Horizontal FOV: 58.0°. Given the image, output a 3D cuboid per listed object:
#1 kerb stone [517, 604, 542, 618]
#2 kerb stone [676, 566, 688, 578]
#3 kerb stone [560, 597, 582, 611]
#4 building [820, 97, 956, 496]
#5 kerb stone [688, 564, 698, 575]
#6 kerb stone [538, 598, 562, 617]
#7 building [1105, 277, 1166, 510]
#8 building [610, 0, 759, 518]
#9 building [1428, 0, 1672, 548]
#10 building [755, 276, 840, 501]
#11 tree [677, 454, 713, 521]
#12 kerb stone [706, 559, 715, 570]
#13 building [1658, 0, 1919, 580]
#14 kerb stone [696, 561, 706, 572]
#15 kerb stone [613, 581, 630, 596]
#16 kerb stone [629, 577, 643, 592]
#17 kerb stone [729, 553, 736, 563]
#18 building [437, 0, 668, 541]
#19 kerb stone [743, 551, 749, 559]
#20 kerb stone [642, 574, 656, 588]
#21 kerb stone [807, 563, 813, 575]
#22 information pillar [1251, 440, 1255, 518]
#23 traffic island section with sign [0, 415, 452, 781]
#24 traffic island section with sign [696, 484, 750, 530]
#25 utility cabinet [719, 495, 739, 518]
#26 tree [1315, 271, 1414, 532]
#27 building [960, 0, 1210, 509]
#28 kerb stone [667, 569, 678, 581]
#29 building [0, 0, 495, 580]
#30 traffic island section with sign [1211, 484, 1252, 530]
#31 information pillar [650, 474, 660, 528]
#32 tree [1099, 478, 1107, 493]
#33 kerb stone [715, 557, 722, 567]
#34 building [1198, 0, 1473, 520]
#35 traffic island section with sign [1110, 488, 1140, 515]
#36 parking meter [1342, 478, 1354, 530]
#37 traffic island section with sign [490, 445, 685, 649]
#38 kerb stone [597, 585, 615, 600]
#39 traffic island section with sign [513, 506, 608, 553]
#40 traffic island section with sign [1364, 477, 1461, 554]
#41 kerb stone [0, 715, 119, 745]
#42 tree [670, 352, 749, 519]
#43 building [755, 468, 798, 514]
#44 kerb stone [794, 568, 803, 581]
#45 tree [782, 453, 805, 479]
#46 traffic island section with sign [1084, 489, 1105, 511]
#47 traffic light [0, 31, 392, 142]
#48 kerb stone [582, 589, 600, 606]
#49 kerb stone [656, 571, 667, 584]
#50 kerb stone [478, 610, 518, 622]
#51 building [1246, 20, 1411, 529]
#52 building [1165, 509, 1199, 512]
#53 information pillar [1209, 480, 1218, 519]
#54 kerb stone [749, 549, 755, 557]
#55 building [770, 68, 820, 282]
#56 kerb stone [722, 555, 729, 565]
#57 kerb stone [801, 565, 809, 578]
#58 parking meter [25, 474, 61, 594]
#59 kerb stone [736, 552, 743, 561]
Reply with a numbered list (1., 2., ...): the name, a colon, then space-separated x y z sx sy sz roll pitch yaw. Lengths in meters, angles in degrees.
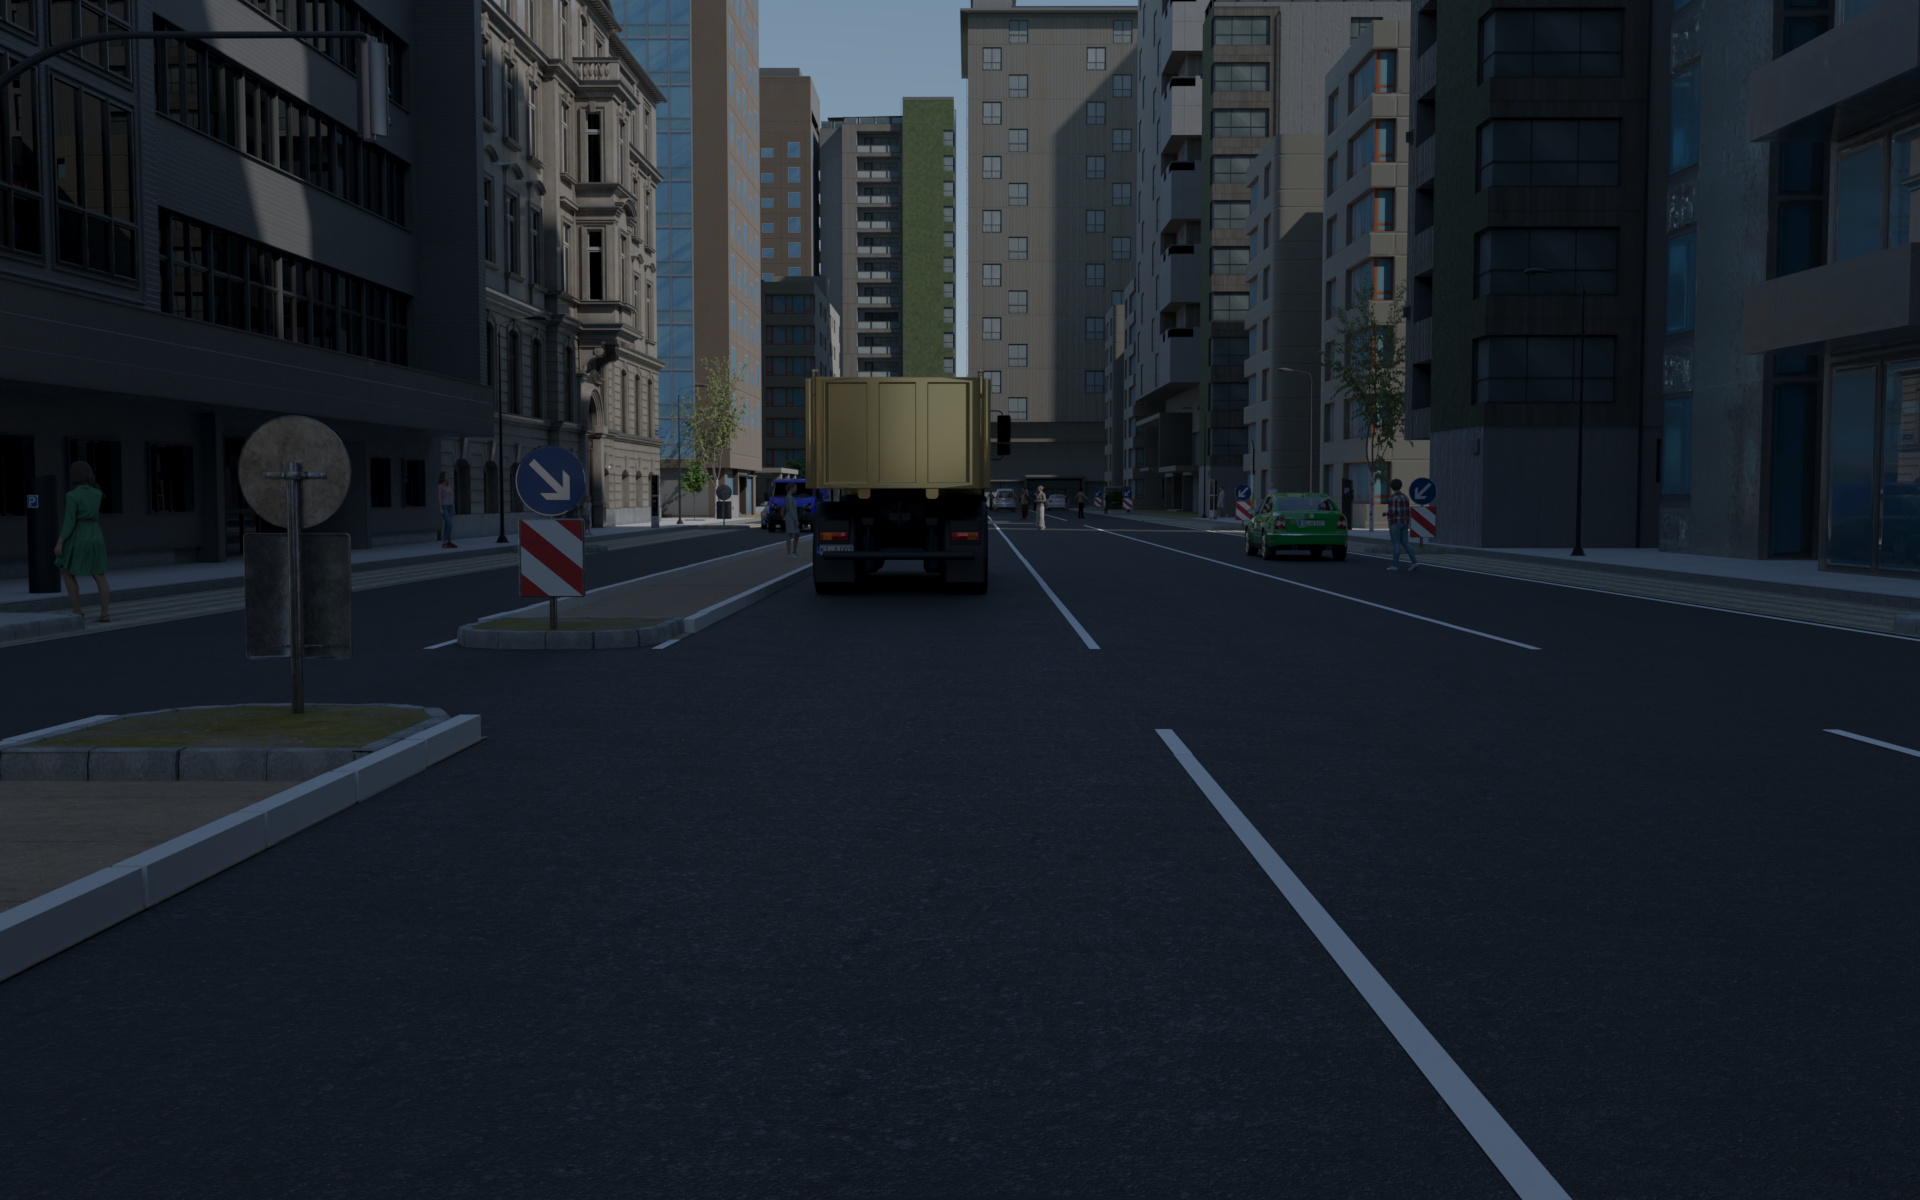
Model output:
1. kerb stone: -4.886 0.181 19.349 0.120 0.150 1.000 0 4 0
2. kerb stone: -4.829 -0.452 29.587 0.120 0.150 1.000 0 4 0
3. kerb stone: -4.877 0.049 21.393 0.120 0.150 1.000 0 4 0
4. building: -7.415 -30.476 181.869 14.086 41.232 14.154 0 4 0
5. kerb stone: -4.817 -0.514 30.615 0.120 0.150 1.000 0 4 0
6. kerb stone: -4.888 0.112 20.371 0.120 0.150 1.000 0 4 0
7. building: 27.761 -18.821 152.762 27.650 21.520 28.899 0 4 0
8. building: -19.204 -27.451 98.927 14.600 45.320 14.200 0 4 0
9. building: 19.415 -16.833 46.928 14.160 30.474 14.107 0 4 0
10. building: -26.224 -18.956 154.967 28.899 21.520 27.650 0 4 0
11. tree: -12.926 -5.464 83.942 1.663 3.219 1.824 0 3 0
12. kerb stone: -4.803 -0.640 32.666 0.120 0.150 1.000 0 4 0
13. building: 28.202 -24.919 27.038 30.456 49.044 23.786 0 4 0
14. kerb stone: -4.821 -0.578 31.643 0.120 0.150 1.000 0 4 0
15. kerb stone: -4.858 -0.139 24.463 0.120 0.150 1.000 0 4 0
16. kerb stone: -4.852 -0.201 25.489 0.120 0.150 1.000 0 4 0
17. kerb stone: -4.794 -0.828 35.739 0.120 0.150 1.000 0 4 0
18. building: -19.264 -14.958 63.644 14.460 24.649 34.723 0 4 0
19. kerb stone: -4.786 -0.953 37.783 0.120 0.150 1.000 0 4 0
20. kerb stone: -4.849 -0.264 26.518 0.120 0.150 1.000 0 4 0
21. kerb stone: -2.722 -0.515 30.617 0.120 0.150 1.000 0 4 0
22. information pillar: 12.557 -5.076 74.341 0.183 3.616 0.504 0 4 1
23. traffic island section with sign: -3.890 -0.085 9.530 2.006 1.907 1.989 0 4 0
24. traffic island section with sign: -9.580 -3.771 70.290 1.989 1.847 2.006 0 4 0
25. utility cabinet: -12.185 -4.900 91.275 1.020 1.237 0.306 -2 4 -24
26. tree: 14.119 -6.592 58.139 4.737 8.622 4.395 0 3 0
27. building: 13.824 -36.688 189.094 27.495 52.752 28.713 0 4 0
28. kerb stone: -4.845 -0.387 28.565 0.120 0.150 1.000 0 4 0
29. building: -19.579 -12.982 31.316 14.314 24.678 30.058 0 4 0
30. traffic island section with sign: 11.026 -3.682 68.822 1.989 1.847 2.006 0 4 0
31. information pillar: -11.418 -3.692 64.863 0.304 2.012 0.304 0 4 -6
32. tree: 14.335 -10.714 169.768 1.663 3.219 1.824 0 3 0
33. kerb stone: -4.808 -0.703 33.688 0.120 0.150 1.000 0 4 0
34. building: 21.117 -20.287 103.392 14.160 30.474 14.107 0 4 0
35. traffic island section with sign: 11.313 -6.747 118.946 1.989 1.847 2.006 0 4 0
36. parking meter: 13.849 -3.434 61.859 0.399 1.863 0.255 2 4 25
37. traffic island section with sign: -3.838 -0.538 16.937 2.006 1.907 1.989 0 4 0
38. kerb stone: -4.869 -0.076 23.441 0.120 0.150 1.000 0 4 0
39. traffic island section with sign: -9.739 -2.071 42.489 1.989 1.847 2.006 0 4 0
40. traffic island section with sign: 10.873 -2.033 41.867 1.989 1.847 2.006 0 4 0
41. kerb stone: -4.939 0.774 9.549 0.120 0.150 1.000 0 4 0
42. tree: -12.773 -8.535 89.909 4.737 8.622 4.395 0 3 0
43. building: -27.797 -26.074 118.193 32.217 40.220 23.993 0 4 0
44. kerb stone: -2.737 -0.389 28.562 0.120 0.150 1.000 0 4 0
45. tree: -12.513 -9.285 135.520 4.285 4.588 4.351 0 3 0
46. traffic island section with sign: 11.477 -8.417 146.243 1.989 1.847 2.006 0 4 0
47. traffic light: -8.079 -2.602 17.206 4.771 5.953 1.251 0 4 0
48. kerb stone: -4.865 -0.012 22.418 0.120 0.150 1.000 0 4 0
49. kerb stone: -4.852 -0.327 27.542 0.120 0.150 1.000 0 4 0
50. kerb stone: -4.895 0.237 18.326 0.120 0.150 1.000 0 4 0
51. building: 28.932 -14.240 77.867 27.650 21.520 28.899 0 4 0
52. building: 27.256 -32.673 123.440 28.713 52.752 27.495 0 4 0
53. information pillar: 12.845 -5.094 87.779 0.304 2.012 0.304 3 5 44
54. kerb stone: -4.783 -1.016 38.806 0.120 0.150 1.000 0 4 0
55. building: -22.112 -32.565 182.544 14.200 45.320 14.600 0 4 0
56. kerb stone: -4.803 -0.765 34.717 0.120 0.150 1.000 0 4 0
57. kerb stone: -2.730 -0.452 29.589 0.120 0.150 1.000 0 4 0
58. parking meter: -11.894 -0.860 22.472 0.372 1.533 0.369 0 3 0
59. kerb stone: -4.779 -0.888 36.761 0.120 0.150 1.000 0 4 0
